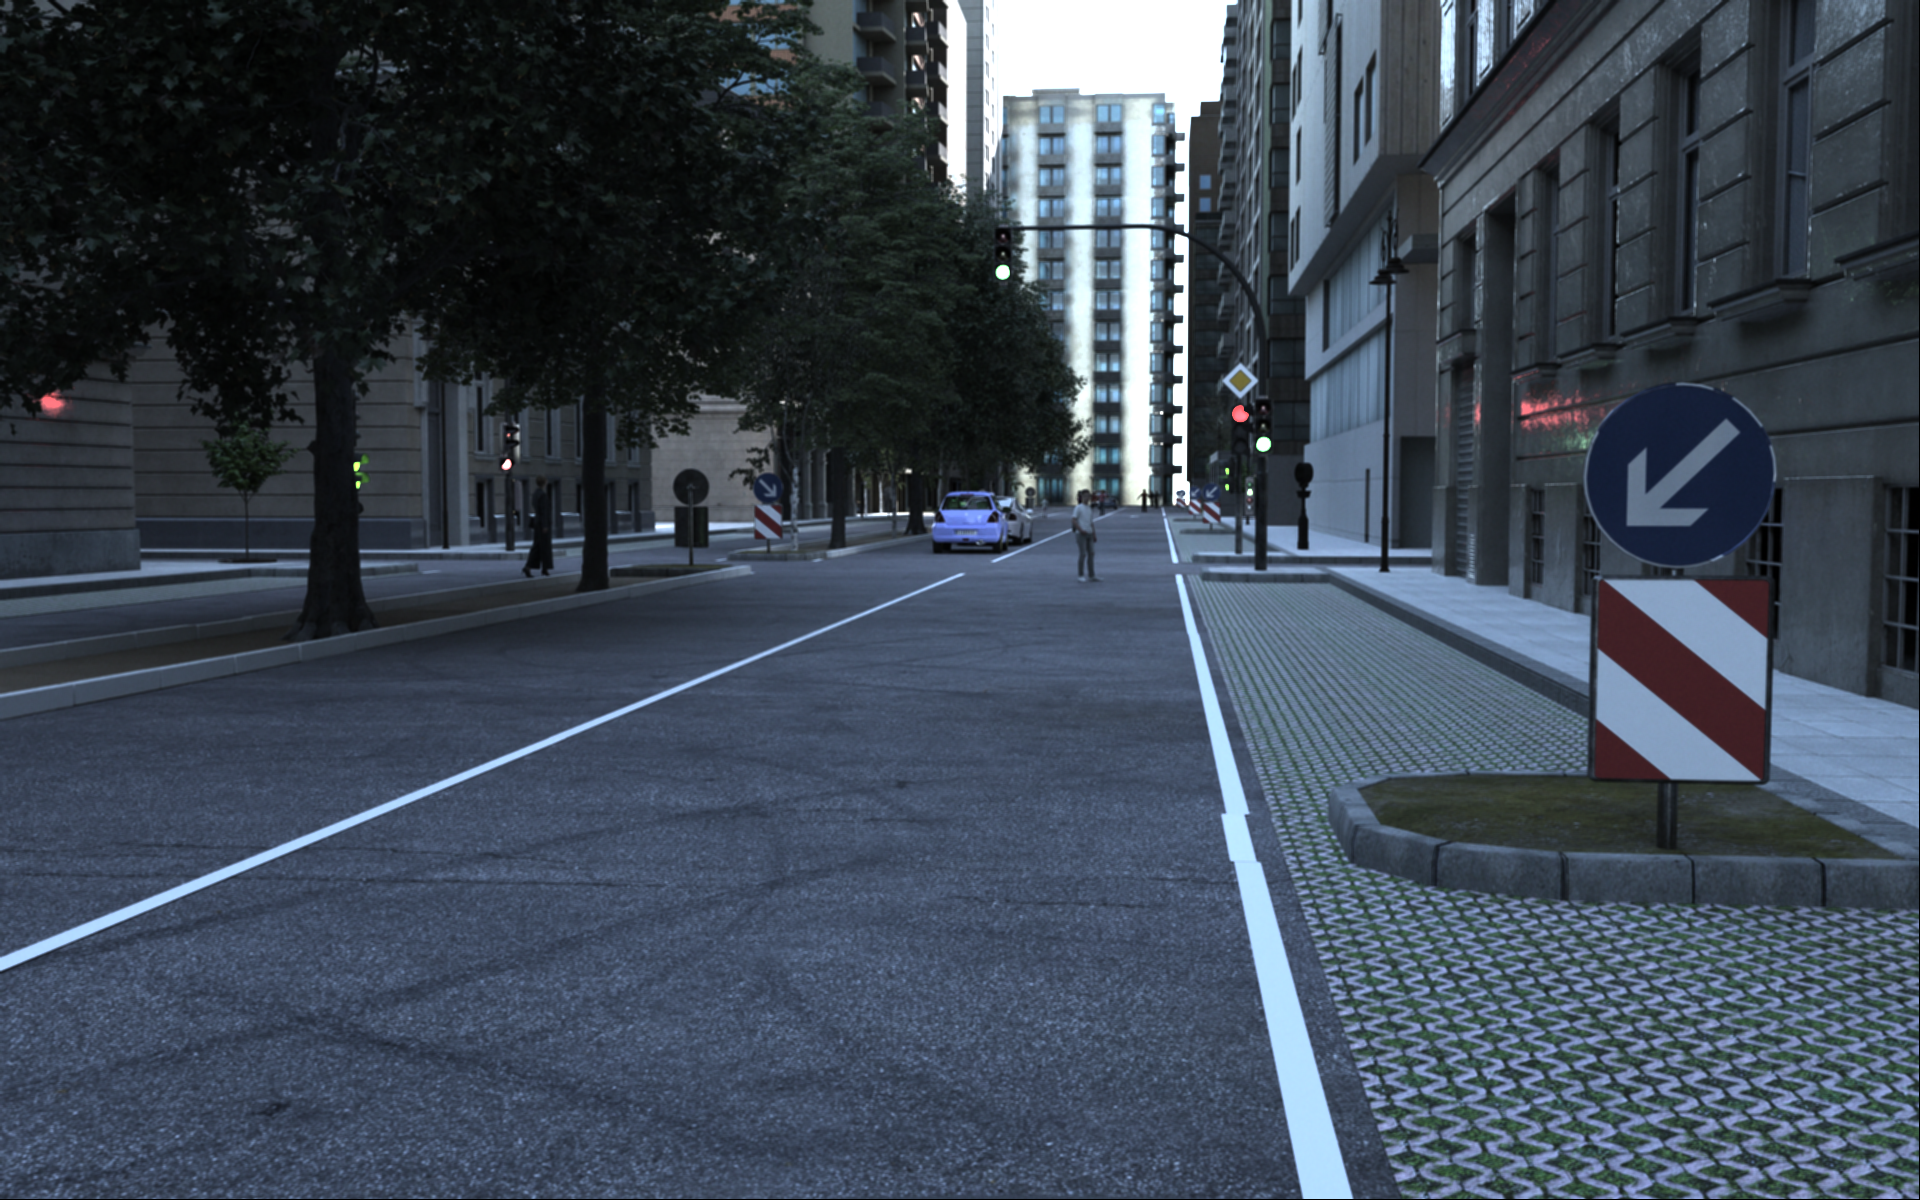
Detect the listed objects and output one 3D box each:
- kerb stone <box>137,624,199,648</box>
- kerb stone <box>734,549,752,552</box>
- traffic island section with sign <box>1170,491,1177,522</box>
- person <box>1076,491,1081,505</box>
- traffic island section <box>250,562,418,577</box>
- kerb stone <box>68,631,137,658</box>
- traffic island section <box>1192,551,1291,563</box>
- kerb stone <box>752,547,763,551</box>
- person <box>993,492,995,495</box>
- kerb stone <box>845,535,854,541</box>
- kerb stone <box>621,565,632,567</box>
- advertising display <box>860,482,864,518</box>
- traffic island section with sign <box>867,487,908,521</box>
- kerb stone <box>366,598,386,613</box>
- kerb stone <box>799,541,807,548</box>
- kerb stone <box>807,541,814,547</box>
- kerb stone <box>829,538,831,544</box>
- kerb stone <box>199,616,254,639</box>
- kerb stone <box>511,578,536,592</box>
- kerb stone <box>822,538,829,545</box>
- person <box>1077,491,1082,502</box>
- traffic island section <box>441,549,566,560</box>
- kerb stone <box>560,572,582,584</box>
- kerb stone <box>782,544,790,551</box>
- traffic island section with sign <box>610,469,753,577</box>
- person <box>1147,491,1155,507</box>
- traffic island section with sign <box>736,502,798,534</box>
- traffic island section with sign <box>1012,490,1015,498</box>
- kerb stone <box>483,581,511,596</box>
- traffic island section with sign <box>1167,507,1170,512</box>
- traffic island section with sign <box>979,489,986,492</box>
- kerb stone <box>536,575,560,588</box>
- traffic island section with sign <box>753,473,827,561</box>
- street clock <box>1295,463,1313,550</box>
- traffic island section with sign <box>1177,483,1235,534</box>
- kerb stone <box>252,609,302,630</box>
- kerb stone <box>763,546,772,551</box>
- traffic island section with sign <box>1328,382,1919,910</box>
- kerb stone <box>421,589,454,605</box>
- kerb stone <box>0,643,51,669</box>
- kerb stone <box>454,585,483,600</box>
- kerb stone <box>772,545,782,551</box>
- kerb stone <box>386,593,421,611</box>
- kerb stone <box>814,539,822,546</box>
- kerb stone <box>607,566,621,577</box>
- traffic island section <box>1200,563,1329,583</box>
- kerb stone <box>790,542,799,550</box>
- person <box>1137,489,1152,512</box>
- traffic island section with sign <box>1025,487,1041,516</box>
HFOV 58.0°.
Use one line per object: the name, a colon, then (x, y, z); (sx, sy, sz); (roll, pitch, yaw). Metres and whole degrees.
kerb stone: (-7.602, 0.349, 16.489); (0.120, 0.150, 1.000); (0, 4, 7)
kerb stone: (-4.961, -1.054, 39.434); (0.120, 0.150, 1.000); (0, 4, 7)
traffic island section with sign: (12.090, -4.979, 90.039); (1.989, 1.847, 2.006); (0, 4, 7)
person: (10.449, -8.653, 150.662); (0.721, 1.739, 1.217); (-2, 4, -32)
traffic island section: (-11.054, -0.536, 31.045); (2.009, 0.180, 2.903); (0, 4, 7)
kerb stone: (-7.721, 0.412, 15.467); (0.120, 0.150, 1.000); (0, 4, 7)
traffic island section: (5.993, -0.908, 37.124); (2.009, 0.180, 2.903); (0, 4, 7)
kerb stone: (-4.843, -1.114, 40.453); (0.120, 0.150, 1.000); (0, 4, 7)
person: (2.776, -8.873, 153.446); (0.709, 1.838, 0.599); (-2, 4, -23)
kerb stone: (-3.443, -1.864, 52.677); (0.120, 0.150, 1.000); (0, 4, 7)
kerb stone: (-5.965, -0.520, 30.727); (0.120, 0.150, 1.000); (0, 4, 7)
advertising display: (-5.321, -5.427, 93.941); (0.123, 1.923, 0.974); (0, 4, -7)
traffic island section with sign: (-3.773, -5.068, 91.494); (1.989, 1.847, 2.006); (0, 4, 7)
kerb stone: (-7.131, 0.100, 20.564); (0.120, 0.150, 1.000); (0, 4, 7)
kerb stone: (-4.259, -1.429, 45.557); (0.120, 0.150, 1.000); (0, 4, 7)
kerb stone: (-4.146, -1.489, 46.573); (0.120, 0.150, 1.000); (0, 4, 7)
kerb stone: (-3.792, -1.677, 49.620); (0.120, 0.150, 1.000); (0, 4, 7)
kerb stone: (-7.479, 0.299, 17.510); (0.120, 0.150, 1.000); (0, 4, 7)
kerb stone: (-6.547, -0.211, 25.644); (0.120, 0.150, 1.000); (0, 4, 7)
kerb stone: (-3.910, -1.614, 48.604); (0.120, 0.150, 1.000); (0, 4, 7)
person: (10.903, -9.075, 157.611); (0.721, 1.736, 1.217); (1, 4, 21)
traffic island section: (-10.141, -1.021, 38.978); (2.009, 0.180, 2.903); (0, 4, 7)
kerb stone: (-6.311, -0.335, 27.675); (0.120, 0.150, 1.000); (0, 4, 7)
kerb stone: (-4.493, -1.304, 43.513); (0.120, 0.150, 1.000); (0, 4, 7)
traffic island section with sign: (-4.912, -1.372, 30.577); (2.006, 1.907, 1.989); (0, 4, 7)
person: (21.152, -11.188, 191.440); (0.705, 1.821, 1.348); (-2, 4, -29)
traffic island section with sign: (-6.993, -3.349, 63.382); (1.989, 1.847, 2.006); (0, 4, 7)
traffic island section with sign: (5.005, -9.734, 167.781); (1.989, 1.847, 2.006); (0, 4, 7)
kerb stone: (-6.661, -0.149, 24.625); (0.120, 0.150, 1.000); (0, 4, 7)
traffic island section with sign: (17.645, -7.936, 138.386); (1.989, 1.847, 2.006); (0, 4, 7)
traffic island section with sign: (1.818, -8.037, 140.035); (1.989, 1.847, 2.006); (0, 4, 7)
kerb stone: (-6.429, -0.272, 26.659); (0.120, 0.150, 1.000); (0, 4, 7)
traffic island section with sign: (-4.056, -1.823, 37.934); (2.006, 1.907, 1.989); (0, 4, 7)
street clock: (7.949, -2.171, 40.074); (0.358, 2.002, 0.471); (-1, 4, -19)
traffic island section with sign: (8.879, -3.268, 62.054); (1.989, 1.847, 2.006); (0, 4, 7)
kerb stone: (-7.365, 0.225, 18.524); (0.120, 0.150, 1.000); (0, 4, 7)
kerb stone: (-4.726, -1.179, 41.474); (0.120, 0.150, 1.000); (0, 4, 7)
traffic island section with sign: (2.544, 0.102, 6.959); (1.989, 1.847, 2.006); (0, 4, 7)
kerb stone: (-6.896, -0.024, 22.594); (0.120, 0.150, 1.000); (0, 4, 7)
kerb stone: (-7.832, 0.476, 14.451); (0.120, 0.150, 1.000); (0, 4, 7)
kerb stone: (-6.788, -0.087, 23.611); (0.120, 0.150, 1.000); (0, 4, 7)
kerb stone: (-4.609, -1.239, 42.493); (0.120, 0.150, 1.000); (0, 4, 7)
kerb stone: (-7.014, 0.038, 21.579); (0.120, 0.150, 1.000); (0, 4, 7)
kerb stone: (-4.027, -1.551, 47.588); (0.120, 0.150, 1.000); (0, 4, 7)
kerb stone: (-6.078, -0.460, 29.711); (0.120, 0.150, 1.000); (0, 4, 7)
traffic island section: (5.081, -0.423, 29.191); (2.009, 0.180, 2.903); (0, 4, 7)
kerb stone: (-4.372, -1.363, 44.538); (0.120, 0.150, 1.000); (0, 4, 7)
person: (14.538, -7.828, 136.447); (1.348, 1.831, 0.705); (2, 4, 29)
traffic island section with sign: (4.518, -6.388, 112.584); (2.006, 1.907, 1.989); (0, 4, 7)
